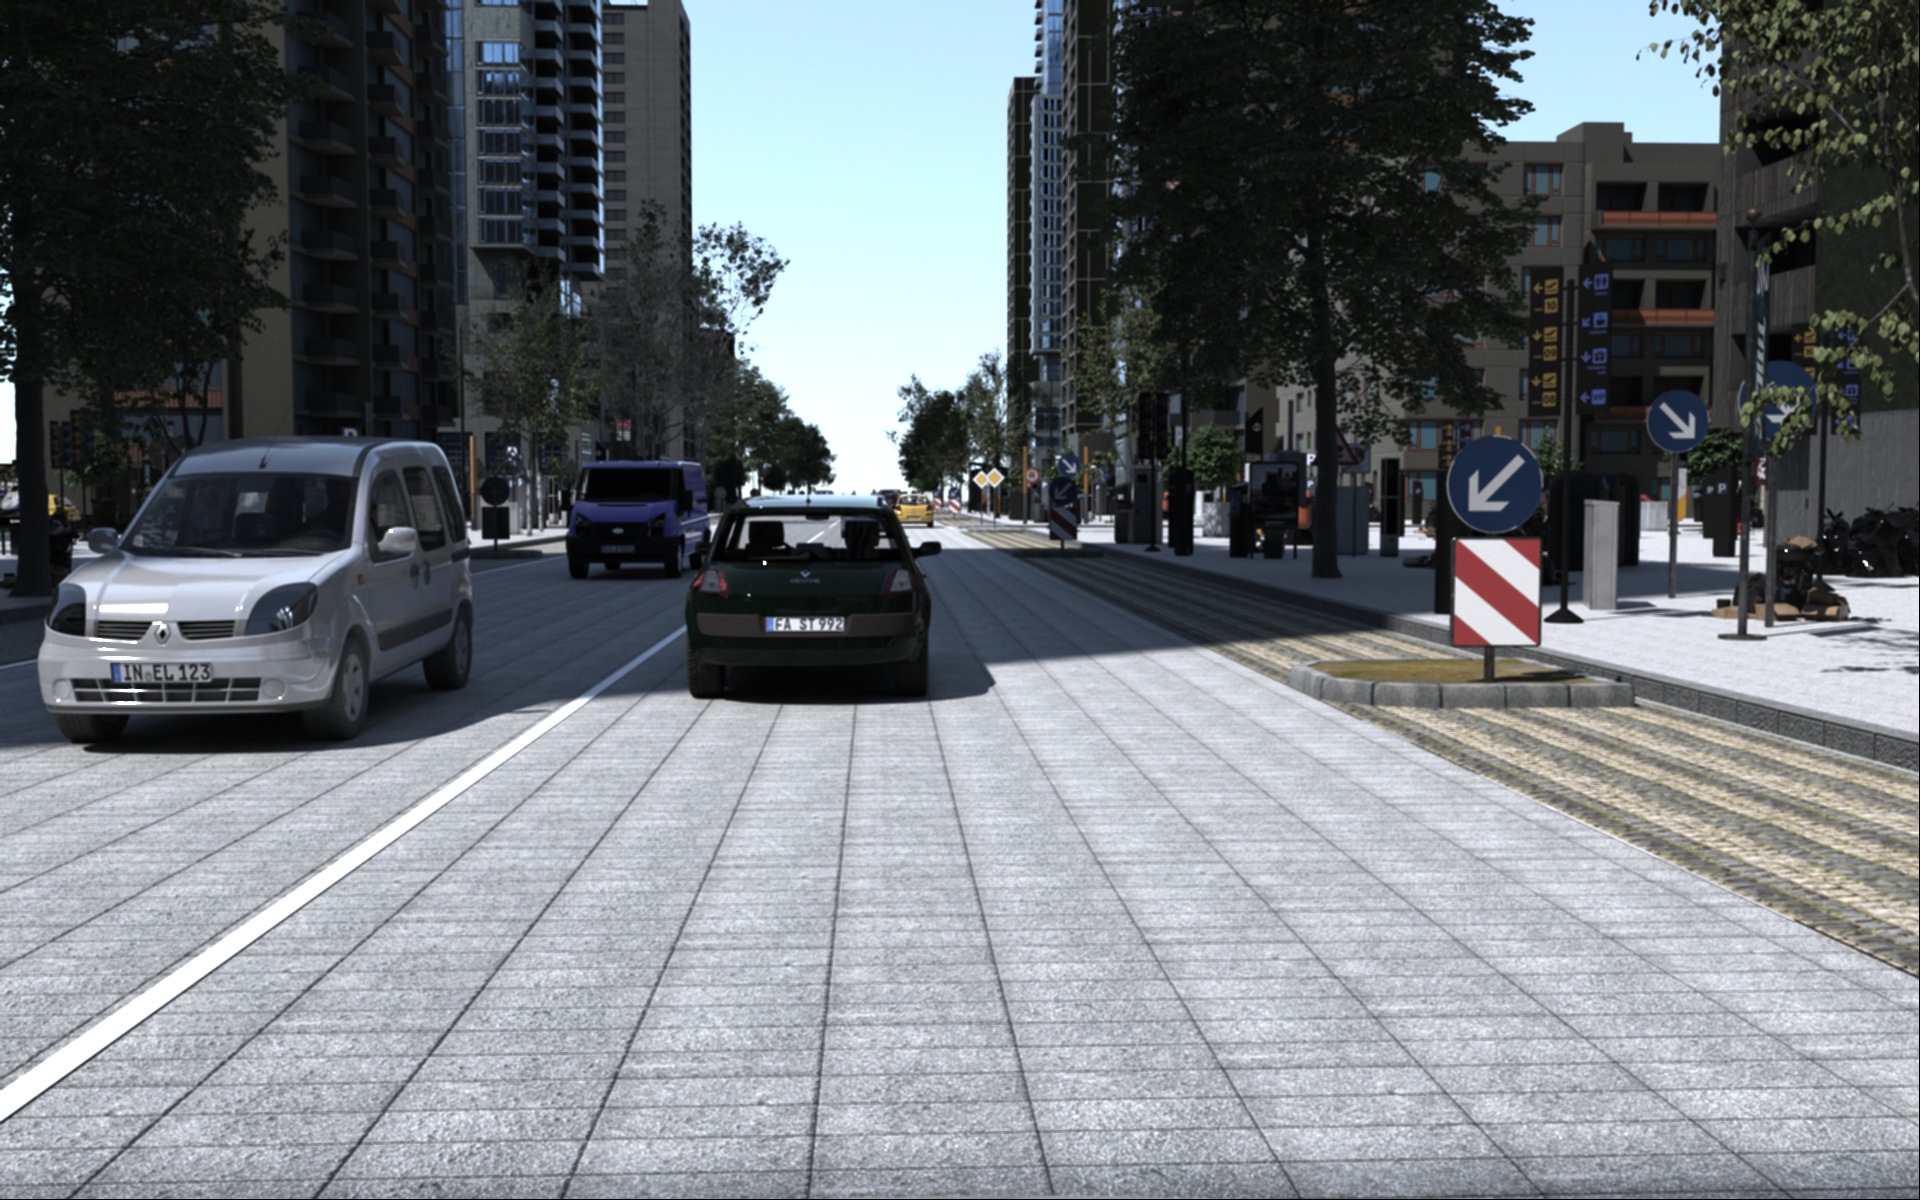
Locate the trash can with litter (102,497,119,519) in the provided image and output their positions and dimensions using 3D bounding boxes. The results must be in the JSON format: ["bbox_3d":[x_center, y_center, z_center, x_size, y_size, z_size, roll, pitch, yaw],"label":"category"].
[{"bbox_3d":[-29.998,-3.076,61.683,1.055,1.170,0.624,-1,4,-10],"label":"trash can with litter"}]

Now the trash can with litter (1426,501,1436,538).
[{"bbox_3d":[14.249,-2.447,51.402,0.624,1.170,1.055,3,4,36],"label":"trash can with litter"}]

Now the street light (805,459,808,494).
[{"bbox_3d":[-21.123,-15.867,231.958,1.470,5.913,1.316,0,4,-3],"label":"street light"}]

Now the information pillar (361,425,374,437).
[{"bbox_3d":[-20.263,-4.158,59.345,0.504,3.616,0.183,-3,5,-42],"label":"information pillar"}]

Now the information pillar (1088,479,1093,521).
[{"bbox_3d":[6.066,-4.696,81.264,0.304,2.012,0.304,0,4,7],"label":"information pillar"}]

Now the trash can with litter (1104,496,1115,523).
[{"bbox_3d":[7.257,-4.039,77.092,2.233,1.210,1.678,-3,5,-41],"label":"trash can with litter"}]

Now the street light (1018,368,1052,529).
[{"bbox_3d":[2.826,-5.590,63.930,1.470,5.913,1.316,0,4,-3],"label":"street light"}]

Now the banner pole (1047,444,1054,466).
[{"bbox_3d":[4.499,-5.861,85.851,0.401,3.779,0.863,2,4,31],"label":"banner pole"}]

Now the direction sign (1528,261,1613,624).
[{"bbox_3d":[6.045,-1.544,17.236,0.379,3.537,0.876,-3,5,-39],"label":"direction sign"}]

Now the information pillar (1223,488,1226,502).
[{"bbox_3d":[12.889,-5.690,84.380,0.183,3.616,0.504,1,4,11],"label":"information pillar"}]

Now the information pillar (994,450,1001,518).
[{"bbox_3d":[1.998,-6.210,92.894,0.183,3.616,0.504,3,4,38],"label":"information pillar"}]

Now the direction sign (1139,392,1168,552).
[{"bbox_3d":[4.315,-2.857,38.713,0.876,3.537,0.379,-3,4,-39],"label":"direction sign"}]

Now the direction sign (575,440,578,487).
[{"bbox_3d":[-16.120,-4.951,72.944,0.379,3.537,0.876,-1,4,-18],"label":"direction sign"}]

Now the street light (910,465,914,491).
[{"bbox_3d":[-6.161,-17.027,250.933,1.470,5.913,1.316,0,4,-3],"label":"street light"}]

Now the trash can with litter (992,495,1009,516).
[{"bbox_3d":[3.120,-5.643,103.312,2.233,1.210,1.678,1,4,14],"label":"trash can with litter"}]

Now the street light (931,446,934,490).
[{"bbox_3d":[-2.252,-11.980,168.409,1.470,5.913,1.316,0,4,-3],"label":"street light"}]

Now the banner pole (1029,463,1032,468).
[{"bbox_3d":[5.707,-9.190,140.268,0.401,3.779,0.863,2,4,25],"label":"banner pole"}]

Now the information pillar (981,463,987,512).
[{"bbox_3d":[1.786,-8.238,126.048,0.504,3.616,0.183,-2,4,-32],"label":"information pillar"}]

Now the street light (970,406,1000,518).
[{"bbox_3d":[1.412,-7.273,91.460,1.470,5.913,1.316,0,4,-3],"label":"street light"}]

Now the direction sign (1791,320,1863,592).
[{"bbox_3d":[11.377,-1.886,22.828,0.379,3.537,0.876,-3,5,-44],"label":"direction sign"}]

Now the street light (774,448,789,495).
[{"bbox_3d":[-18.336,-12.427,175.728,1.470,5.913,1.316,0,4,-3],"label":"street light"}]

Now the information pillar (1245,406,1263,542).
[{"bbox_3d":[7.891,-3.369,46.441,0.504,3.616,0.183,2,4,30],"label":"information pillar"}]

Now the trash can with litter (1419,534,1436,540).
[{"bbox_3d":[13.803,-2.271,48.185,1.678,1.210,2.233,-2,4,-31],"label":"trash can with litter"}]

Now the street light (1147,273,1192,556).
[{"bbox_3d":[4.103,-3.868,35.789,1.470,5.913,1.316,0,4,-3],"label":"street light"}]

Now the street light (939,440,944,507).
[{"bbox_3d":[-1.208,-10.691,147.335,1.470,5.913,1.316,0,4,-3],"label":"street light"}]

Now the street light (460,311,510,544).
[{"bbox_3d":[-12.118,-4.376,44.089,1.470,5.913,1.316,0,4,-3],"label":"street light"}]

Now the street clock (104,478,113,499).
[{"bbox_3d":[-38.026,-4.454,77.386,0.358,2.002,0.471,0,4,-4],"label":"street clock"}]

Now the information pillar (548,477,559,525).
[{"bbox_3d":[-17.112,-4.185,72.911,0.304,2.012,0.304,2,4,30],"label":"information pillar"}]

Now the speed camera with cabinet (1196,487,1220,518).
[{"bbox_3d":[13.906,-6.152,94.918,2.038,3.252,0.660,-2,4,-30],"label":"speed camera with cabinet"}]

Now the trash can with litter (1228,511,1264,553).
[{"bbox_3d":[6.429,-1.618,37.848,1.055,1.170,0.624,-1,4,-22],"label":"trash can with litter"}]

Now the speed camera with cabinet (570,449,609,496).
[{"bbox_3d":[-16.107,-5.008,76.216,2.038,3.252,0.660,-2,4,-28],"label":"speed camera with cabinet"}]

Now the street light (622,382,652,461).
[{"bbox_3d":[-13.417,-6.069,71.767,1.470,5.913,1.316,0,4,-3],"label":"street light"}]

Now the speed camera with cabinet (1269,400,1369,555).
[{"bbox_3d":[7.620,-2.595,36.763,2.038,3.252,0.660,0,4,-6],"label":"speed camera with cabinet"}]

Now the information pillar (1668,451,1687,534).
[{"bbox_3d":[22.970,-3.916,55.380,0.504,3.616,0.183,0,4,3],"label":"information pillar"}]

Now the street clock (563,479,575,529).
[{"bbox_3d":[-14.501,-3.654,64.315,0.358,2.002,0.471,1,4,19],"label":"street clock"}]

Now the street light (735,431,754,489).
[{"bbox_3d":[-16.106,-9.528,128.322,1.470,5.913,1.316,0,4,-3],"label":"street light"}]

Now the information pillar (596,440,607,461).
[{"bbox_3d":[-15.556,-5.122,75.098,0.504,3.616,0.183,1,4,9],"label":"information pillar"}]

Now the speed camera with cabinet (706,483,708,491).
[{"bbox_3d":[-19.675,-8.309,130.194,0.660,3.252,2.038,2,4,24],"label":"speed camera with cabinet"}]

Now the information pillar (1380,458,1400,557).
[{"bbox_3d":[8.825,-1.900,35.562,0.304,2.012,0.304,0,4,-4],"label":"information pillar"}]

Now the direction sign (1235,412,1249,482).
[{"bbox_3d":[7.949,-3.432,48.107,0.379,3.537,0.876,1,4,14],"label":"direction sign"}]

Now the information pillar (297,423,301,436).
[{"bbox_3d":[-21.825,-4.031,57.268,0.183,3.616,0.504,-2,4,-26],"label":"information pillar"}]

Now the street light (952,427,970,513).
[{"bbox_3d":[0.108,-8.962,119.067,1.470,5.913,1.316,0,4,-3],"label":"street light"}]

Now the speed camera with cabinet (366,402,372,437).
[{"bbox_3d":[-12.846,-2.583,36.569,0.660,3.252,2.038,2,4,28],"label":"speed camera with cabinet"}]

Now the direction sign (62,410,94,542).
[{"bbox_3d":[-23.734,-3.357,46.889,0.379,3.537,0.876,1,4,9],"label":"direction sign"}]

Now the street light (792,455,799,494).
[{"bbox_3d":[-19.590,-14.116,203.338,1.470,5.913,1.316,0,4,-3],"label":"street light"}]

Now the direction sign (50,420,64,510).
[{"bbox_3d":[-27.882,-3.777,53.751,0.379,3.537,0.876,1,4,10],"label":"direction sign"}]

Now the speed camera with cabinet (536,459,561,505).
[{"bbox_3d":[-21.337,-5.874,90.383,2.038,3.252,0.660,1,4,10],"label":"speed camera with cabinet"}]

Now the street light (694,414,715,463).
[{"bbox_3d":[-14.813,-7.806,100.161,1.470,5.913,1.316,0,4,-3],"label":"street light"}]

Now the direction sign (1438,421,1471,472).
[{"bbox_3d":[15.385,-3.778,53.761,0.876,3.537,0.379,1,4,22],"label":"direction sign"}]
